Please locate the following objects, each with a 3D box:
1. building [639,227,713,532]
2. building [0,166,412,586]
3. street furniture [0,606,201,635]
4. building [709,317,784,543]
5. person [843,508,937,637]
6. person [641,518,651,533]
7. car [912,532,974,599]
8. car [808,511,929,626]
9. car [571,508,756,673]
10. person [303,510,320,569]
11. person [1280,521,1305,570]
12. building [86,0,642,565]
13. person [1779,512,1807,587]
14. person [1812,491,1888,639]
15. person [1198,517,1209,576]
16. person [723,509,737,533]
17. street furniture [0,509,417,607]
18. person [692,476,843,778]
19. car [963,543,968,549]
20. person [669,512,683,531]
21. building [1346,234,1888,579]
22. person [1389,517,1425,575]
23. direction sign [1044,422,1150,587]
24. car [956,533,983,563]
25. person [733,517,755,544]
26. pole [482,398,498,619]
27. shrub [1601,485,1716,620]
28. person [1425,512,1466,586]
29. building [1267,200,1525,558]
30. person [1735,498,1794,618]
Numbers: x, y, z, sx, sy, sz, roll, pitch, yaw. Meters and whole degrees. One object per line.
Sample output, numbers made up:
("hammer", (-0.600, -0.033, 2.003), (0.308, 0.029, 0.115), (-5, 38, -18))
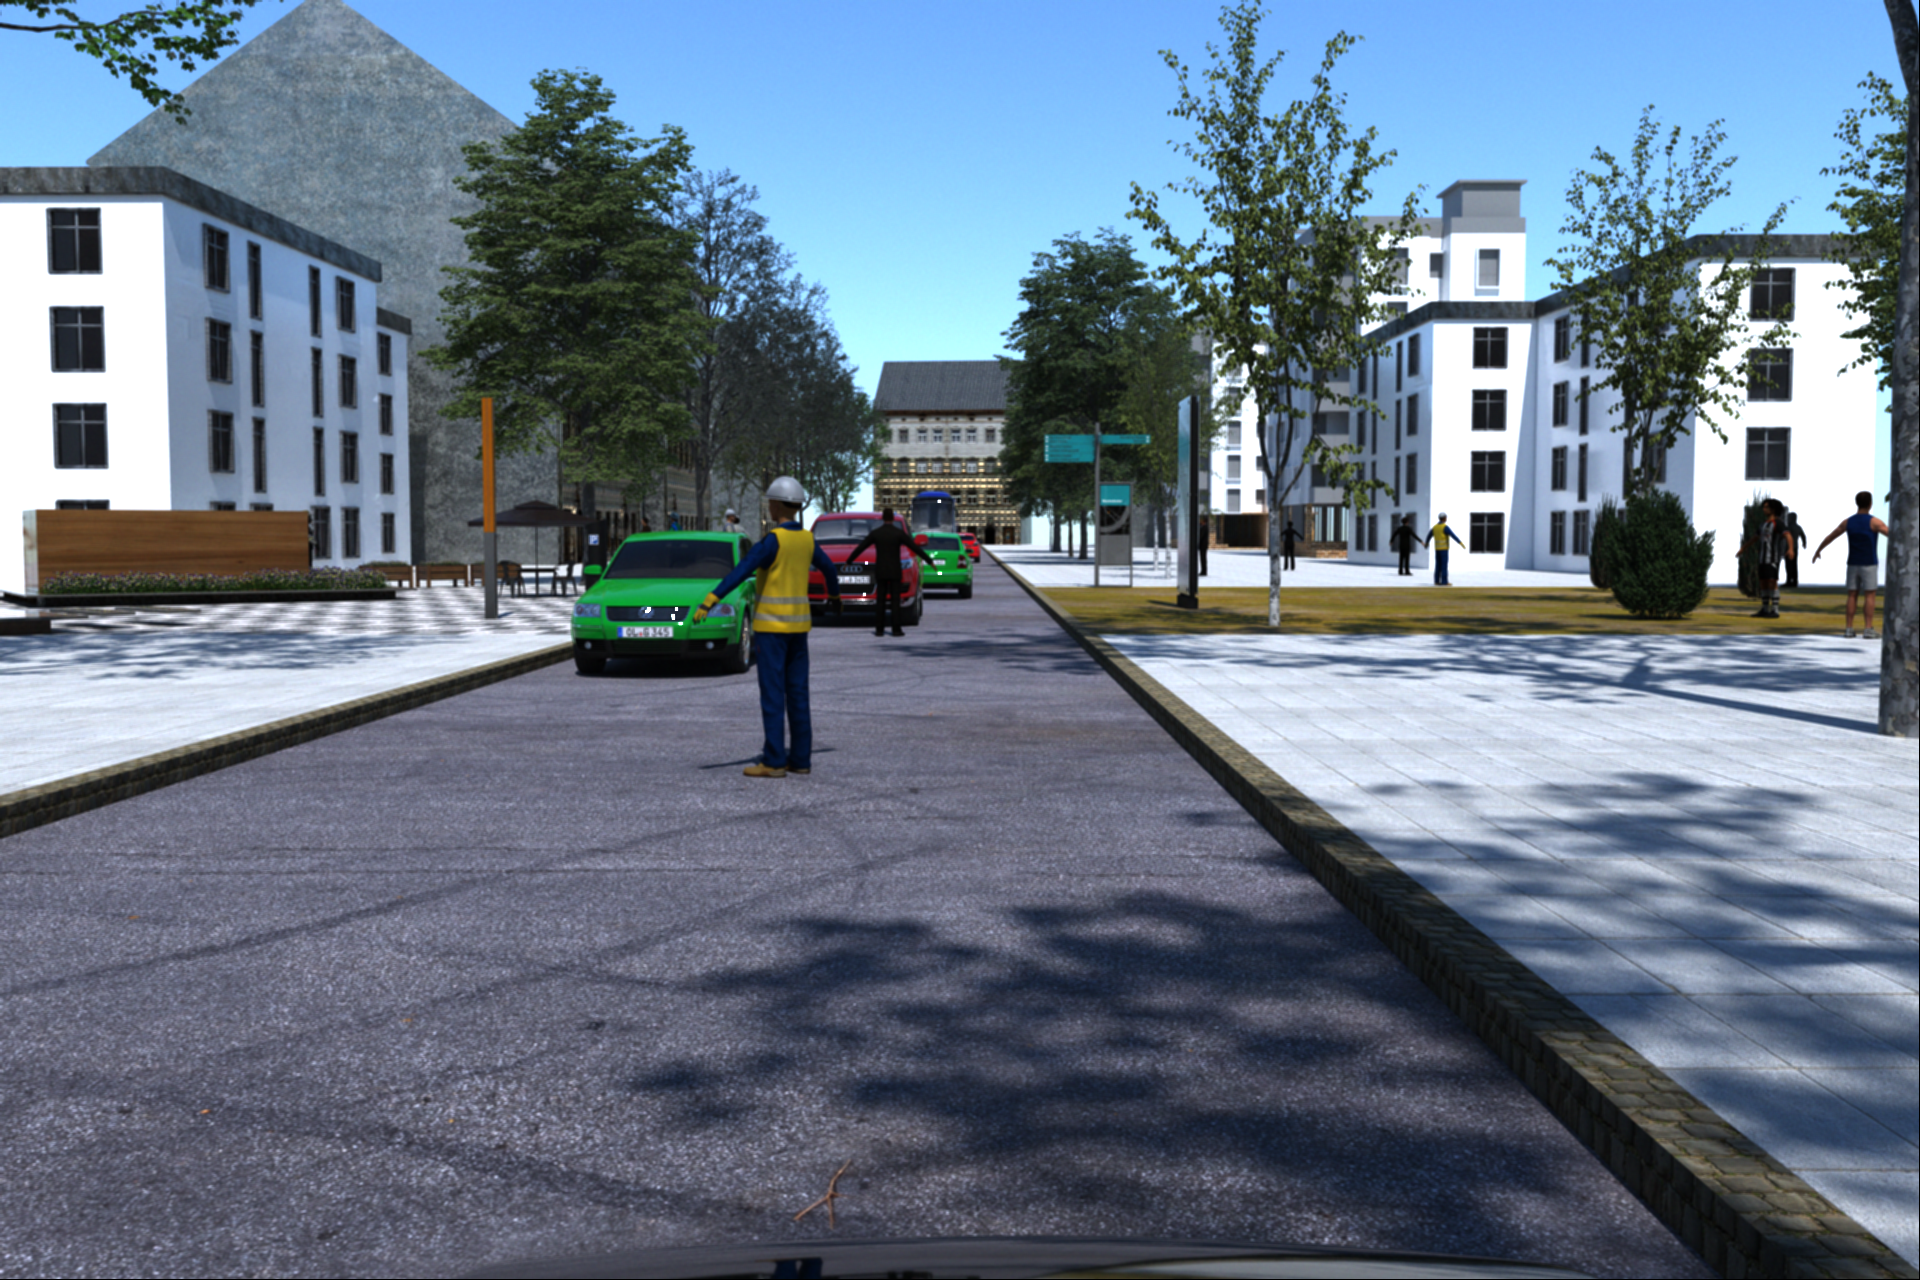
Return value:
("building", (-24.993, -16.492, 100.573), (19.493, 23.208, 18.063), (0, 4, -1))
("building", (-22.431, -6.830, 53.822), (9.099, 9.664, 28.070), (0, 4, 1))
("street furniture", (-17.021, -0.961, 22.568), (9.812, 1.723, 11.010), (3, 5, 43))
("building", (-26.016, -19.821, 155.008), (19.493, 23.208, 18.063), (0, 4, 1))
("person", (-0.997, -0.955, 24.298), (1.346, 1.802, 0.704), (1, 4, 9))
("person", (-10.131, -3.026, 55.608), (0.704, 1.812, 1.346), (1, 4, 12))
("car", (-0.642, -1.896, 39.791), (1.959, 1.807, 4.718), (0, 4, -1))
("car", (-1.652, -1.230, 28.788), (2.281, 1.827, 5.304), (0, 4, 0))
("car", (-3.058, -0.639, 19.249), (1.959, 1.807, 4.718), (0, 4, 1))
("person", (-15.678, -2.190, 41.591), (0.705, 1.856, 1.354), (-3, 4, -37))
("person", (11.609, -3.330, 61.164), (1.216, 1.740, 0.721), (0, 4, -8))
("building", (-25.634, -15.197, 79.394), (19.493, 23.208, 18.063), (0, 3, 0))
("person", (20.074, -2.186, 41.870), (1.348, 1.813, 0.705), (-2, 4, -29))
("person", (11.126, -0.927, 21.330), (0.704, 1.807, 1.345), (-3, 4, -37))
("person", (7.441, -2.871, 53.166), (0.704, 1.802, 1.346), (1, 4, 18))
("person", (-5.169, -2.037, 39.161), (0.705, 1.847, 1.347), (-1, 4, -14))
("street furniture", (-14.343, -1.649, 33.813), (11.010, 1.723, 9.812), (-2, 4, -35))
("person", (-1.108, -0.086, 10.333), (0.721, 1.772, 1.216), (3, 4, 38))
("car", (-0.662, -4.158, 80.347), (2.083, 1.381, 4.827), (0, 4, -1))
("person", (-7.054, -2.232, 42.623), (0.704, 1.817, 1.347), (1, 4, 15))
("building", (21.498, -7.372, 62.686), (9.099, 9.664, 28.070), (0, 4, 0))
("person", (13.841, -2.913, 53.819), (0.705, 1.806, 1.347), (-3, 4, -37))
("direction sign", (3.275, -3.193, 40.963), (2.525, 3.948, 1.411), (0, 4, 1))
("car", (0.091, -4.811, 87.692), (2.155, 1.783, 4.494), (0, 4, -1))
("person", (-6.859, -2.863, 52.998), (1.347, 1.806, 0.705), (-2, 4, -29))
("pole", (-7.068, -1.969, 26.033), (0.158, 3.312, 0.155), (0, 3, 0))
("shrub", (10.477, -1.320, 25.994), (1.690, 2.028, 1.600), (0, 3, 0))
("person", (11.970, -2.261, 42.933), (0.705, 1.833, 1.349), (-2, 4, -29))
("building", (23.941, -15.184, 104.673), (16.016, 20.090, 11.380), (0, 4, 0))
("person", (12.362, -1.245, 26.495), (0.704, 1.843, 1.345), (-1, 4, -10))
